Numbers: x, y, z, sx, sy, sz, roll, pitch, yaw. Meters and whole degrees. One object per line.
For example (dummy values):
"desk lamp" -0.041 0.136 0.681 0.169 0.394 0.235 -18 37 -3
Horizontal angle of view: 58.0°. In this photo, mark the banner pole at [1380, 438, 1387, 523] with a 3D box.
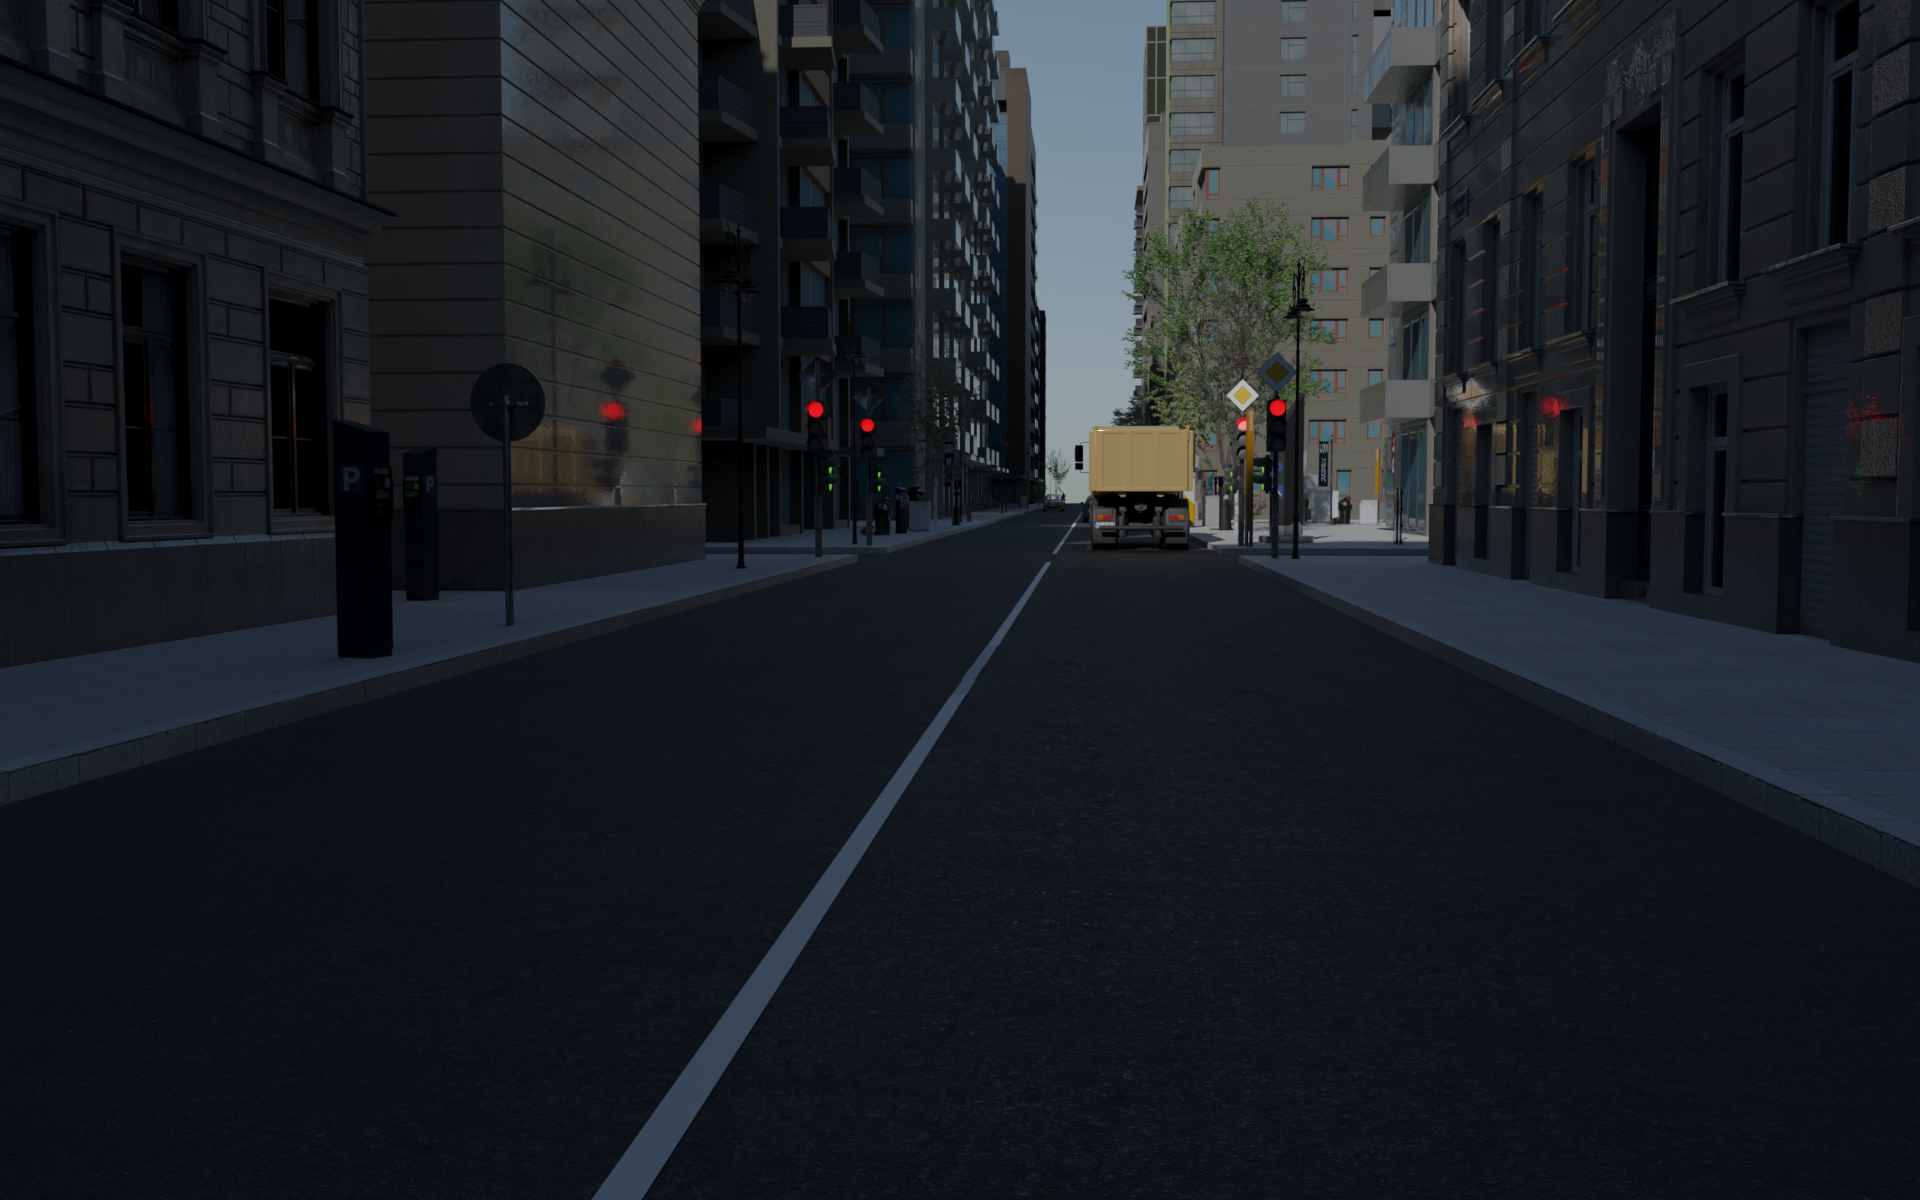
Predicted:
"banner pole" 19.042 -5.360 77.654 0.401 3.779 0.863 0 4 5

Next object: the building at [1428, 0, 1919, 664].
"building" 13.438 -13.565 19.058 12.463 27.353 25.104 0 4 4

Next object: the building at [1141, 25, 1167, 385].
"building" 36.061 -50.510 264.082 20.563 71.187 20.611 0 4 4

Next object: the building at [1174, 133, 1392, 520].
"building" 26.924 -15.584 99.831 27.650 21.520 28.899 0 4 4

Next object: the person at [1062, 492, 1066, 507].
"person" 11.111 -10.751 185.746 0.415 1.643 0.593 2 4 29

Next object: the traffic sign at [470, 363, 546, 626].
"traffic sign" -4.400 -1.024 16.845 0.768 2.556 0.104 1 4 9

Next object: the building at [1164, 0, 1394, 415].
"building" 31.426 -34.123 147.152 28.713 52.752 27.495 0 4 4

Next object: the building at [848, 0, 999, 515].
"building" -8.502 -31.460 133.979 23.786 49.044 30.456 0 4 4

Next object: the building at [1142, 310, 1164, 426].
"building" 32.880 -20.273 176.503 27.650 21.520 28.899 0 4 4

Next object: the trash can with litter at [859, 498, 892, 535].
"trash can with litter" -2.641 -2.598 53.863 1.055 1.170 0.624 2 4 25

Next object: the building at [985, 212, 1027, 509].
"building" -9.992 -28.730 161.618 32.217 40.220 23.993 0 4 4

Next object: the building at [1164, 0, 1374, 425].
"building" 22.066 -27.109 126.834 14.154 41.232 14.086 0 4 4

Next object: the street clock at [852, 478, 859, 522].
"street clock" -4.820 -4.614 80.004 0.358 2.002 0.471 0 4 4

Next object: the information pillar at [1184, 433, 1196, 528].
"information pillar" 8.798 -4.585 66.311 0.504 3.616 0.183 3 5 40

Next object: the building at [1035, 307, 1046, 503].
"building" 5.820 -30.009 262.355 14.160 30.474 14.107 0 4 4

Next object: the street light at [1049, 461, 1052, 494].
"street light" 12.438 -16.251 238.485 0.468 5.910 1.993 0 4 4

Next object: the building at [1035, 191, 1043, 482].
"building" -0.610 -37.920 239.602 23.786 49.044 30.456 0 4 4

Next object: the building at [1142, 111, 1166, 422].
"building" 33.619 -36.161 214.933 21.300 48.544 21.600 0 4 4

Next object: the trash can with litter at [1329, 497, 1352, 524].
"trash can with litter" 16.137 -3.803 73.571 0.624 1.170 1.055 -3 4 -38

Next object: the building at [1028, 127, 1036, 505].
"building" -1.704 -36.082 213.645 21.300 48.544 21.600 0 4 4

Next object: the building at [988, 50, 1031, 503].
"building" 0.192 -32.396 179.792 14.600 45.320 14.200 0 4 4

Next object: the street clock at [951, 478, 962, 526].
"street clock" -0.150 -4.035 70.536 0.358 2.002 0.471 2 4 32

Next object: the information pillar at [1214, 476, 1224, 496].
"information pillar" 10.423 -3.995 69.807 0.304 2.012 0.304 -2 4 -23

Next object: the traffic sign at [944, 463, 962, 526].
"traffic sign" -0.294 -4.271 69.929 0.768 2.556 0.104 1 4 10

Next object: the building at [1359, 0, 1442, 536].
"building" 28.362 -26.598 54.492 30.456 49.044 23.786 0 4 4

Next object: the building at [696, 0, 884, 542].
"building" -14.474 -24.671 58.002 22.147 44.769 28.867 0 4 4

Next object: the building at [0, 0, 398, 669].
"building" -11.901 -8.923 10.522 10.561 19.102 19.286 0 4 4

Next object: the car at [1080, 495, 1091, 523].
"car" 7.105 -4.639 87.854 2.014 1.417 4.499 0 4 3

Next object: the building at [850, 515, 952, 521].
"building" -10.655 -29.093 95.280 23.786 49.044 30.456 0 4 4

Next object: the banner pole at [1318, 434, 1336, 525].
"banner pole" 15.301 -5.030 72.264 0.863 3.779 0.401 -1 4 -21

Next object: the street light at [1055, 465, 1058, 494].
"street light" 15.234 -18.367 273.088 0.468 5.910 1.993 0 4 4

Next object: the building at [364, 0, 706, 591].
"building" -17.543 -14.157 28.733 25.104 27.353 12.463 0 4 4

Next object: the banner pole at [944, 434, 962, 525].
"banner pole" -0.328 -5.047 72.528 0.863 3.779 0.401 2 4 29

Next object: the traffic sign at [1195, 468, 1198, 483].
"traffic sign" 8.935 -3.982 67.231 0.606 2.300 0.079 1 4 13

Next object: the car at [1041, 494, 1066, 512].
"car" 7.758 -8.143 143.359 2.015 1.641 3.980 0 4 5

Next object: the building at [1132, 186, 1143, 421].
"building" 35.145 -35.815 240.192 22.147 44.769 28.867 0 4 4
